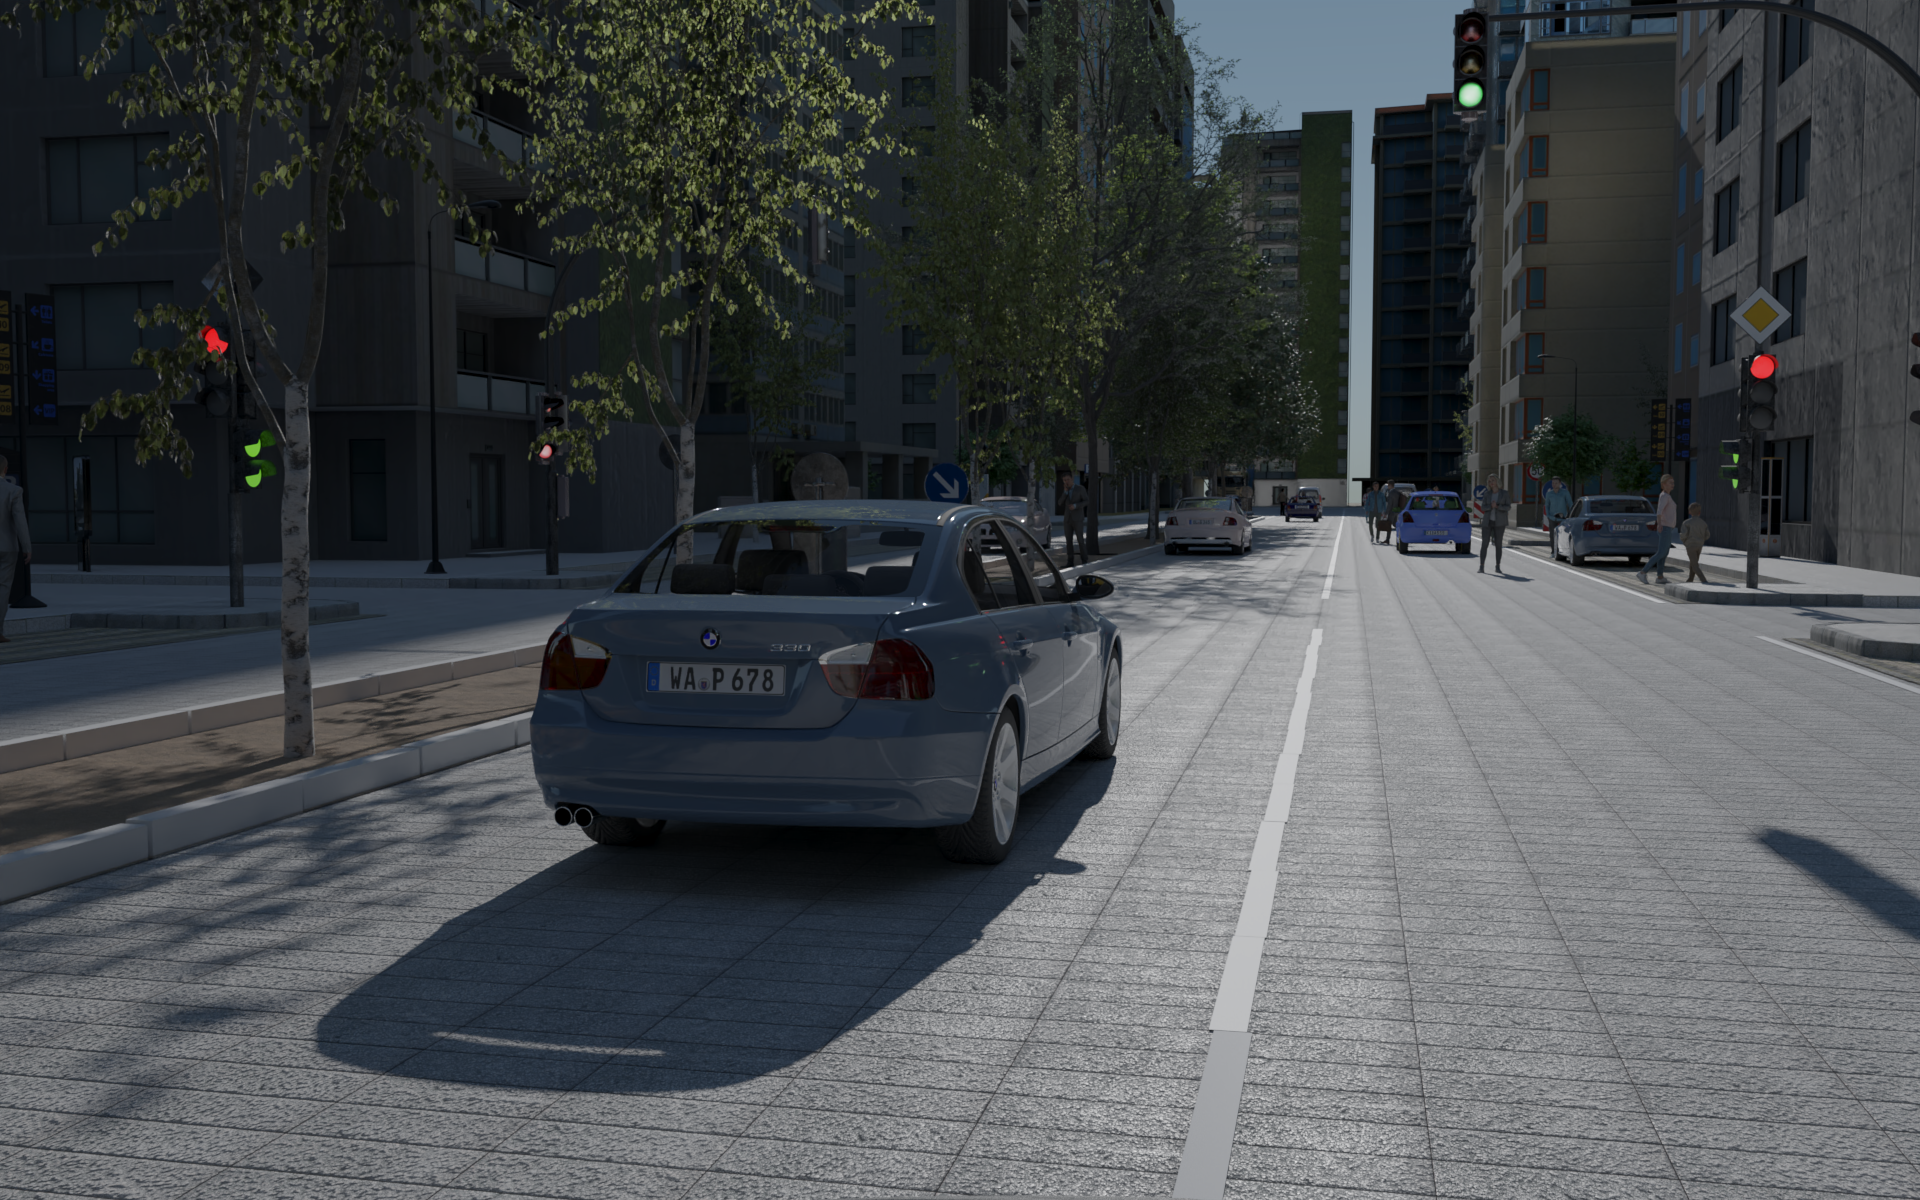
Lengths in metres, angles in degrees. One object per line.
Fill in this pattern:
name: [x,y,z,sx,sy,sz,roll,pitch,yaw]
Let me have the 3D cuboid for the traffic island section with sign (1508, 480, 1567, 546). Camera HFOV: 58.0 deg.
traffic island section with sign: [16.335,-2.419,48.179,1.989,1.847,2.006,1,4,13]

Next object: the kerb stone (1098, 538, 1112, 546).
kerb stone: [4.130,-1.655,49.317,0.120,0.150,1.000,1,4,13]

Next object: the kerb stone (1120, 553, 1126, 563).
kerb stone: [3.271,-0.835,35.846,0.120,0.150,1.000,1,4,13]

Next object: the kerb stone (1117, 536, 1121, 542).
kerb stone: [4.580,-1.781,51.316,0.120,0.150,1.000,1,4,13]

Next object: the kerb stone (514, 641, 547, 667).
kerb stone: [-3.607,0.455,14.760,0.120,0.150,1.000,1,4,13]

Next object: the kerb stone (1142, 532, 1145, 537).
kerb stone: [5.926,-2.147,57.324,0.120,0.150,1.000,1,4,13]

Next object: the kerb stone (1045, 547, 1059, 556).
kerb stone: [2.107,-1.103,40.299,0.120,0.150,1.000,1,4,13]

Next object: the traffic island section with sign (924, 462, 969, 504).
traffic island section with sign: [-0.054,-1.075,25.705,2.006,1.907,1.989,1,4,13]

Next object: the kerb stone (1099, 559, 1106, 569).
kerb stone: [2.592,-0.651,32.844,0.120,0.150,1.000,1,4,13]

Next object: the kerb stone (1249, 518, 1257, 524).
kerb stone: [14.702,-3.956,86.872,0.120,0.150,1.000,1,4,13]

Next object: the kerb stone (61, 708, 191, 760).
kerb stone: [-4.732,0.760,9.770,0.120,0.150,1.000,1,4,13]

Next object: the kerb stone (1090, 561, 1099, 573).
kerb stone: [2.372,-0.590,31.845,0.120,0.150,1.000,1,4,13]

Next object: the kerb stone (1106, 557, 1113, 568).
kerb stone: [2.823,-0.710,33.843,0.120,0.150,1.000,1,4,13]

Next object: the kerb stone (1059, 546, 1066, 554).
kerb stone: [2.333,-1.168,41.296,0.120,0.150,1.000,1,4,13]

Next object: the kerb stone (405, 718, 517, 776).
kerb stone: [-2.682,0.788,9.305,0.120,0.150,1.000,1,4,13]

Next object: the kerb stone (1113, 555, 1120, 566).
kerb stone: [3.045,-0.773,34.841,0.120,0.150,1.000,1,4,13]

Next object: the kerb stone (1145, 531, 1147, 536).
kerb stone: [6.155,-2.209,58.321,0.120,0.150,1.000,1,4,13]

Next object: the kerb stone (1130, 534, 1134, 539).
kerb stone: [5.251,-1.957,54.320,0.120,0.150,1.000,1,4,13]

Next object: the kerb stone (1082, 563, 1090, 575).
kerb stone: [2.145,-0.529,30.848,0.120,0.150,1.000,1,4,13]

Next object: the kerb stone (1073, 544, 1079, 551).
kerb stone: [2.779,-1.291,43.305,0.120,0.150,1.000,1,4,13]

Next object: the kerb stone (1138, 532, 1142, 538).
kerb stone: [5.709,-2.087,56.324,0.120,0.150,1.000,1,4,13]

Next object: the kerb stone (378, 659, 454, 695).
kerb stone: [-4.055,0.577,12.766,0.120,0.150,1.000,1,4,13]

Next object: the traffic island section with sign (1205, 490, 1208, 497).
traffic island section with sign: [22.010,-8.838,153.124,1.989,1.847,2.006,1,4,13]

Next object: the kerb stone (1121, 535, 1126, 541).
kerb stone: [4.807,-1.841,52.318,0.120,0.150,1.000,1,4,13]

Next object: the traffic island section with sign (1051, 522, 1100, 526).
traffic island section with sign: [5.275,-4.270,78.448,1.989,1.847,2.006,1,4,13]

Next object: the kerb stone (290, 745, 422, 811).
kerb stone: [-2.906,0.856,8.302,0.120,0.150,1.000,1,4,13]

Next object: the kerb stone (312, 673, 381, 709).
kerb stone: [-4.281,0.641,11.769,0.120,0.150,1.000,1,4,13]

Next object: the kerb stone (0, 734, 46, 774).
kerb stone: [-4.955,0.821,8.772,0.120,0.150,1.000,1,4,13]

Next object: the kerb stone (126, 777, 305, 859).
kerb stone: [-3.120,0.911,7.302,0.120,0.150,1.000,1,4,13]

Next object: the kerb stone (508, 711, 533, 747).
kerb stone: [-2.451,0.727,10.303,0.120,0.150,1.000,1,4,13]

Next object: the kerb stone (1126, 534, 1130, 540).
kerb stone: [5.030,-1.903,53.315,0.120,0.150,1.000,1,4,13]

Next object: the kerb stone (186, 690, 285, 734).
kerb stone: [-4.507,0.699,10.772,0.120,0.150,1.000,1,4,13]

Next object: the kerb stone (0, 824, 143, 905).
kerb stone: [-3.347,0.983,6.307,0.120,0.150,1.000,1,4,13]

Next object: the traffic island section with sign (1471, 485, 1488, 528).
traffic island section with sign: [22.236,-4.028,74.483,1.989,1.847,2.006,1,4,13]

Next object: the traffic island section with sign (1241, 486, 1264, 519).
traffic island section with sign: [16.370,-5.559,99.033,2.006,1.907,1.989,1,4,13]

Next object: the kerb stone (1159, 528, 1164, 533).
kerb stone: [7.721,-2.638,65.327,0.120,0.150,1.000,1,4,13]

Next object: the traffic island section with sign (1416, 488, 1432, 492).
traffic island section with sign: [33.096,-6.990,122.920,1.989,1.847,2.006,1,4,13]

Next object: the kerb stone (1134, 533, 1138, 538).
kerb stone: [5.483,-2.026,55.315,0.120,0.150,1.000,1,4,13]

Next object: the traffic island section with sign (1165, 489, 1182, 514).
traffic island section with sign: [16.103,-7.225,126.758,1.989,1.847,2.006,1,4,13]

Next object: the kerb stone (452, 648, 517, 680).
kerb stone: [-3.828,0.518,13.762,0.120,0.150,1.000,1,4,13]

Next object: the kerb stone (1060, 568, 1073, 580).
kerb stone: [1.697,-0.407,28.844,0.120,0.150,1.000,1,4,13]

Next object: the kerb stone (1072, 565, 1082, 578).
kerb stone: [1.923,-0.468,29.846,0.120,0.150,1.000,1,4,13]

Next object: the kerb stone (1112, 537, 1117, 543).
kerb stone: [4.363,-1.720,50.312,0.120,0.150,1.000,1,4,13]
